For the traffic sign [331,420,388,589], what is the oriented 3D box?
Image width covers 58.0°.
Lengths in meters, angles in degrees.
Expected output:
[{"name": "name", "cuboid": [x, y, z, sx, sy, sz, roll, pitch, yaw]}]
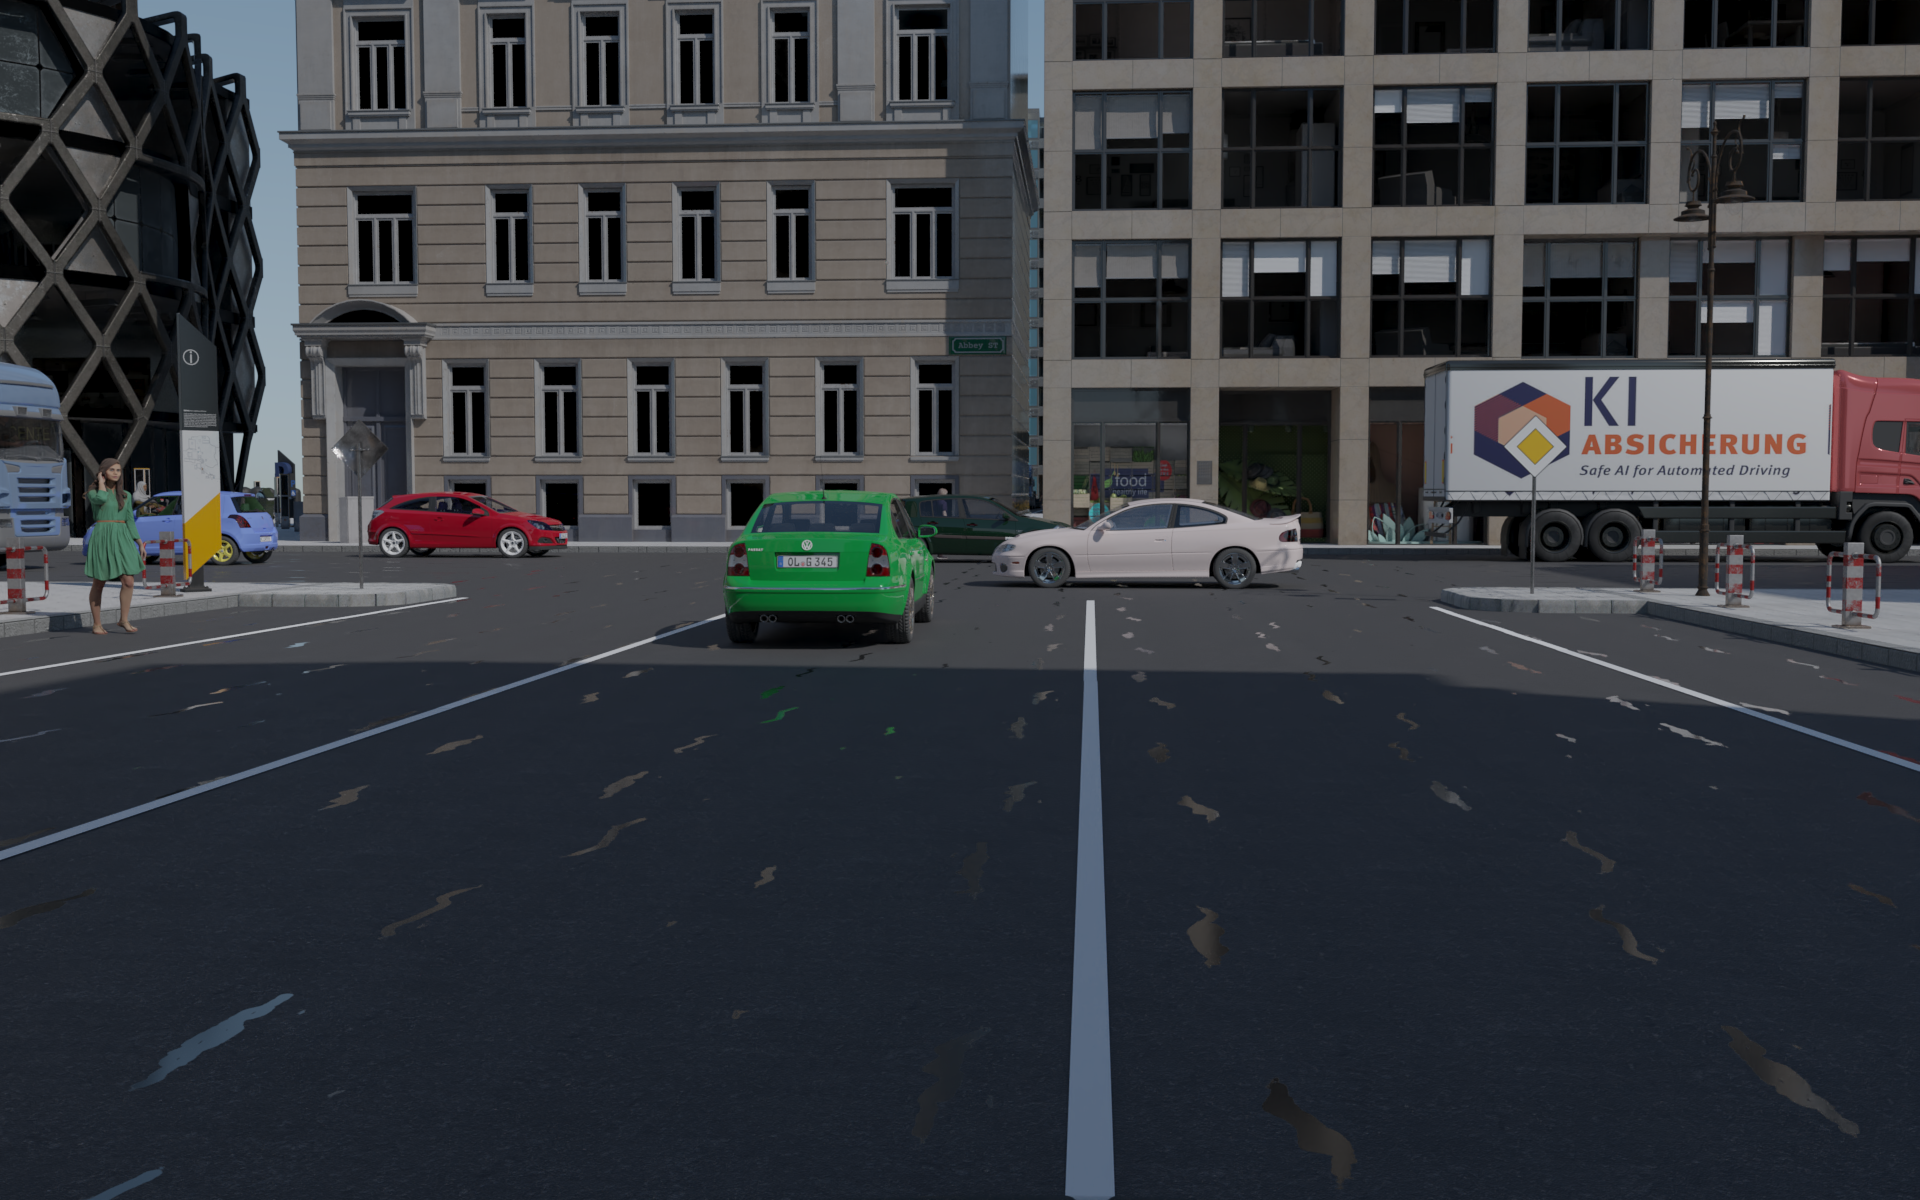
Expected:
[{"name": "traffic sign", "cuboid": [-8.099, -1.207, 23.385, 0.795, 2.450, 0.064, 0, 4, 4]}]

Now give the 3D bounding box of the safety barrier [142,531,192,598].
[{"name": "safety barrier", "cuboid": [-9.848, -0.443, 21.521, 0.300, 0.817, 1.120, 0, 4, 4]}]

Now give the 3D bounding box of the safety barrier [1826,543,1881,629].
[{"name": "safety barrier", "cuboid": [8.523, -0.138, 16.537, 0.300, 0.817, 1.120, 0, 4, 4]}]

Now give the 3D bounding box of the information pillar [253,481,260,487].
[{"name": "information pillar", "cuboid": [-39.958, -5.748, 98.477, 0.304, 2.012, 0.304, -3, 4, -38]}]

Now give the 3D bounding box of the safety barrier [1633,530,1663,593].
[{"name": "safety barrier", "cuboid": [8.981, -0.510, 22.621, 0.300, 0.817, 1.120, 0, 4, 4]}]

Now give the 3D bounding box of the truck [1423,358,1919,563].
[{"name": "truck", "cuboid": [15.844, -2.947, 37.102, 11.283, 4.237, 2.839, 0, 4, 4]}]

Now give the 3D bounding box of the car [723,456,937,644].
[{"name": "car", "cuboid": [-1.259, -0.563, 18.007, 1.959, 1.807, 4.718, 0, 4, 3]}]

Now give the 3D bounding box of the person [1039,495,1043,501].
[{"name": "person", "cuboid": [6.208, -7.076, 124.205, 1.348, 1.822, 0.705, -2, 4, -33]}]

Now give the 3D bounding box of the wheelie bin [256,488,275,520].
[{"name": "wheelie bin", "cuboid": [-34.582, -4.787, 86.181, 0.693, 1.594, 0.980, 1, 4, 16]}]

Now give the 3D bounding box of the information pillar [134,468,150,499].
[{"name": "information pillar", "cuboid": [-23.347, -2.751, 49.476, 0.304, 2.012, 0.304, 0, 4, 2]}]

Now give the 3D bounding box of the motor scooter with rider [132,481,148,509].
[{"name": "motor scooter with rider", "cuboid": [-19.315, -1.983, 41.387, 1.986, 1.779, 0.876, 0, 4, 3]}]

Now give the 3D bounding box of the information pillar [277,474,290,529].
[{"name": "information pillar", "cuboid": [-24.856, -3.623, 63.731, 0.304, 2.012, 0.304, -2, 4, -25]}]

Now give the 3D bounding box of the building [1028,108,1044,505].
[{"name": "building", "cuboid": [-2.856, -36.400, 214.741, 30.456, 49.044, 23.786, 0, 4, 4]}]

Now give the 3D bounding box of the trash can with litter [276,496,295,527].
[{"name": "trash can with litter", "cuboid": [-25.759, -3.419, 66.964, 2.233, 1.210, 1.678, 2, 4, 35]}]

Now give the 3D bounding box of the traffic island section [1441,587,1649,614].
[{"name": "traffic island section", "cuboid": [7.374, 0.000, 22.275, 2.009, 0.180, 2.903, 0, 4, 4]}]

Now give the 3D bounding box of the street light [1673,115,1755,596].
[{"name": "street light", "cuboid": [9.358, -2.988, 21.647, 0.468, 5.910, 1.993, 0, 4, 4]}]

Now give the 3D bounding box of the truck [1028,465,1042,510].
[{"name": "truck", "cuboid": [6.157, -10.765, 165.766, 2.967, 4.110, 18.799, 0, 4, 6]}]

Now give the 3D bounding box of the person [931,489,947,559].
[{"name": "person", "cuboid": [-0.488, -1.681, 38.190, 0.471, 1.553, 0.569, 0, 4, 2]}]

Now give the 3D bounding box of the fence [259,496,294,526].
[{"name": "fence", "cuboid": [-27.639, -3.586, 69.841, 2.264, 1.192, 0.480, 3, 4, 36]}]

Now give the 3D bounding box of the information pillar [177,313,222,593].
[{"name": "information pillar", "cuboid": [-9.967, -1.916, 22.674, 0.183, 3.616, 0.504, 3, 5, 45]}]

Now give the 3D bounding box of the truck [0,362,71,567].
[{"name": "truck", "cuboid": [-25.903, -2.641, 32.941, 18.799, 4.110, 2.967, 0, 4, 4]}]

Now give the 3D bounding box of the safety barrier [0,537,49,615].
[{"name": "safety barrier", "cuboid": [-10.076, -0.258, 18.487, 0.300, 0.817, 1.120, 0, 4, 4]}]

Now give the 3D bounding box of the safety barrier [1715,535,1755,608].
[{"name": "safety barrier", "cuboid": [8.753, -0.324, 19.578, 0.300, 0.817, 1.120, 0, 4, 4]}]

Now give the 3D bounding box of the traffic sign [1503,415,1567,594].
[{"name": "traffic sign", "cuboid": [7.350, -1.135, 22.200, 0.795, 2.450, 0.064, 0, 4, 4]}]

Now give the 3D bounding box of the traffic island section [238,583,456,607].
[{"name": "traffic island section", "cuboid": [-8.123, -0.071, 23.449, 2.009, 0.180, 2.903, 0, 4, 4]}]

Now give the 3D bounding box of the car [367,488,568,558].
[{"name": "car", "cuboid": [-11.207, -1.868, 39.585, 4.494, 1.783, 2.155, 0, 4, 5]}]

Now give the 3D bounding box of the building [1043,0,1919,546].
[{"name": "building", "cuboid": [19.776, -15.103, 51.451, 34.151, 26.468, 19.350, 0, 4, 4]}]

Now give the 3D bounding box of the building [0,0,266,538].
[{"name": "building", "cuboid": [-31.848, -11.400, 53.839, 16.811, 18.784, 16.820, 0, 4, 4]}]

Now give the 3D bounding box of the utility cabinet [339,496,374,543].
[{"name": "utility cabinet", "cuboid": [-15.864, -2.103, 45.544, 0.306, 1.237, 1.020, 1, 4, 21]}]

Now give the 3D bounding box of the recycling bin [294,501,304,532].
[{"name": "recycling bin", "cuboid": [-22.441, -2.870, 59.479, 0.722, 1.027, 0.722, -1, 4, -12]}]

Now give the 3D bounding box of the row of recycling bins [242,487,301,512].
[{"name": "row of recycling bins", "cuboid": [-43.108, -6.237, 109.089, 1.069, 1.692, 3.534, 2, 4, 34]}]

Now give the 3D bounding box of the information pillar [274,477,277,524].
[{"name": "information pillar", "cuboid": [-29.409, -4.302, 74.824, 0.304, 2.012, 0.304, -3, 5, -44]}]

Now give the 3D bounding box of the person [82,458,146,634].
[{"name": "person", "cuboid": [-8.681, -0.549, 17.727, 0.529, 1.795, 0.600, 2, 4, 25]}]

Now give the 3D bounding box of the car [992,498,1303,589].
[{"name": "car", "cuboid": [2.905, -0.899, 27.069, 4.827, 1.381, 2.083, 0, 4, 6]}]

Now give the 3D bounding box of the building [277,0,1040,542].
[{"name": "building", "cuboid": [-7.777, -16.253, 51.643, 20.117, 28.700, 13.634, 0, 4, 4]}]

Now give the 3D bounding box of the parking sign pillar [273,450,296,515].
[{"name": "parking sign pillar", "cuboid": [-41.131, -7.162, 105.565, 1.447, 3.967, 1.447, 2, 4, 25]}]

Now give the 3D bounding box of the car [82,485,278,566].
[{"name": "car", "cuboid": [-16.003, -1.585, 35.505, 3.694, 1.707, 1.945, 0, 4, 3]}]

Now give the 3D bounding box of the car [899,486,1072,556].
[{"name": "car", "cuboid": [0.418, -1.637, 36.556, 4.222, 1.686, 2.009, 0, 4, 4]}]
